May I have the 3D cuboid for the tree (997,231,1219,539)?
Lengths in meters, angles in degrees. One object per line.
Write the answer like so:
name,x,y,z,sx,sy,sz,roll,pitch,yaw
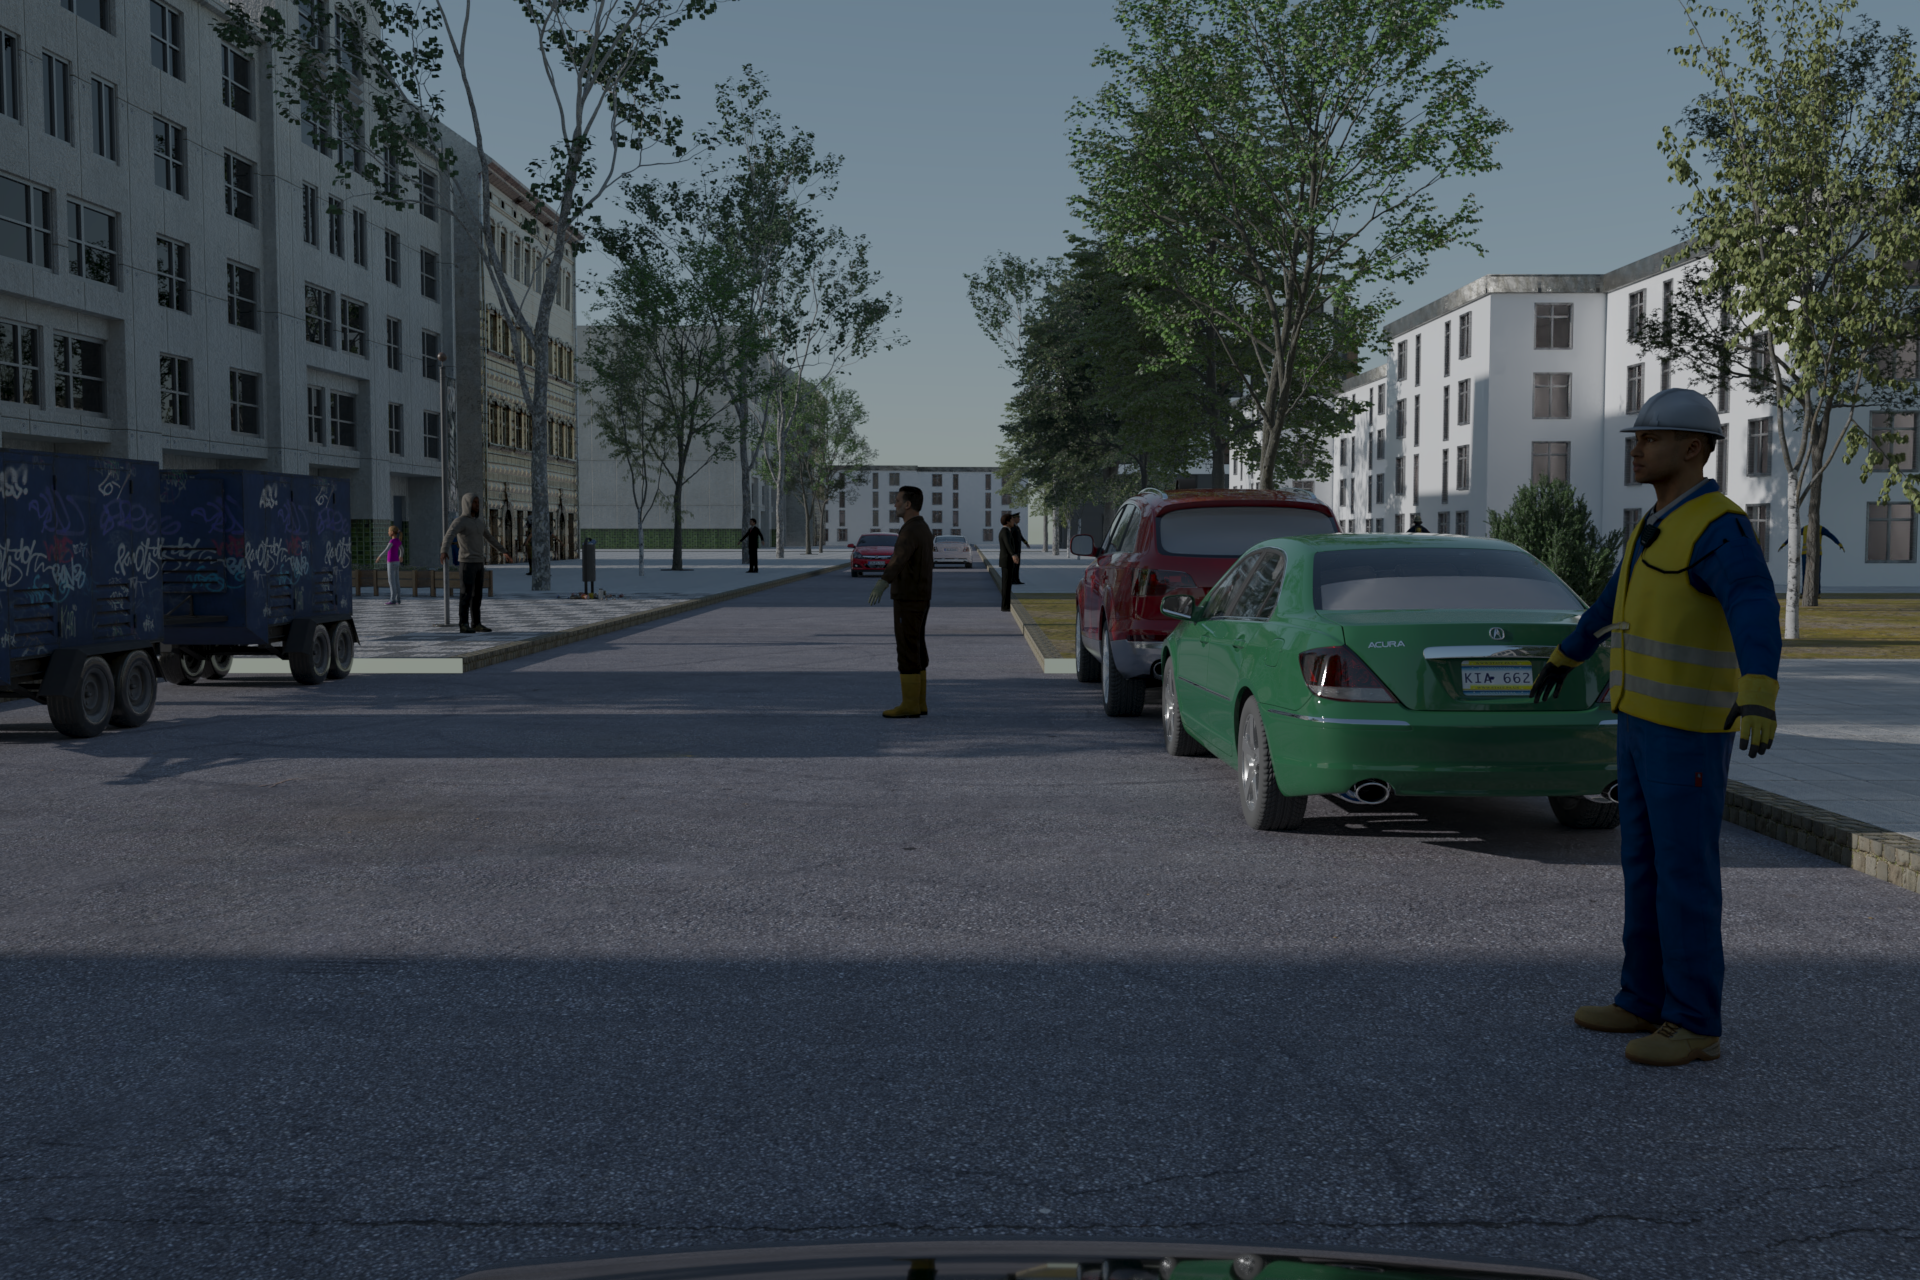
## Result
tree,6.048,-10.052,71.005,9.857,13.997,8.962,0,3,0

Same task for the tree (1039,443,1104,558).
tree,6.006,-8.681,92.299,4.737,8.622,4.395,0,3,0

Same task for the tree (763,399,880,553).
tree,-9.511,-11.178,117.181,8.767,10.594,7.601,0,4,3

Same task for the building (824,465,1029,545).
building,-5.531,-16.374,212.311,28.070,9.664,9.099,0,4,-5

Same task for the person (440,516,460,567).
person,-15.758,-2.952,54.127,1.347,1.847,0.705,3,4,38

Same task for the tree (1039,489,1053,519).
tree,12.217,-16.063,212.997,4.360,8.622,3.978,0,3,0

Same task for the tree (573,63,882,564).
tree,-9.730,-13.249,72.505,12.611,20.169,13.585,0,3,0

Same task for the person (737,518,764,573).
person,-6.852,-3.118,57.172,1.347,1.806,0.705,3,5,44

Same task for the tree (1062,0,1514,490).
tree,5.316,-6.315,29.009,9.928,11.665,9.643,0,3,0

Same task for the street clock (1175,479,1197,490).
street clock,2.946,-1.105,22.639,0.358,2.002,0.471,0,4,-1

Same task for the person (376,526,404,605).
person,-10.369,-1.362,31.541,0.599,1.433,0.991,0,4,7

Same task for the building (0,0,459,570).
building,-27.555,-11.170,49.094,16.747,18.905,31.486,0,4,1

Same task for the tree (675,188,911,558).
tree,-9.056,-14.517,93.237,12.611,20.169,13.585,0,3,0

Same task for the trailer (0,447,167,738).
trailer,-6.793,-0.288,11.758,1.471,1.999,3.904,0,4,1

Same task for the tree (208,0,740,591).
tree,-10.493,-11.258,39.959,12.611,20.169,13.585,0,3,0

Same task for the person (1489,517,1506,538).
person,14.308,-2.355,45.302,1.217,1.733,0.721,2,4,32

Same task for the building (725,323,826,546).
building,-24.618,-21.912,189.188,19.493,23.208,18.063,0,4,-1

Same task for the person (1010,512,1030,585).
person,1.434,-2.330,44.029,0.705,1.837,1.347,2,4,24

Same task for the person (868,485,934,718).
person,-0.416,-0.305,13.588,0.704,1.812,1.346,1,4,14

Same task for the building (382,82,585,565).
building,-28.644,-15.165,78.879,19.493,23.208,18.063,0,4,-1

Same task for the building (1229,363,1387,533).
building,21.759,-9.522,97.828,9.099,9.664,28.070,0,3,0

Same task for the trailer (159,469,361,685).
trailer,-6.792,-0.550,16.043,1.471,1.999,3.904,0,4,0

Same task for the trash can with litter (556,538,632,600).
trash can with litter,-7.237,-1.447,34.723,1.678,1.210,2.233,0,4,2

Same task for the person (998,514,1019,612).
person,0.903,-1.432,32.064,0.705,1.806,1.347,0,4,-5

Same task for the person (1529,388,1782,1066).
person,1.949,0.221,4.817,0.705,1.833,1.349,0,4,-3

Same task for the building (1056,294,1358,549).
building,22.850,-19.569,163.924,27.936,21.610,32.646,0,4,0

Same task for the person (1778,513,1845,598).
person,16.988,-1.719,34.562,1.216,1.772,0.721,3,4,36

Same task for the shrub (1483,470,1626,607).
shrub,6.880,-0.969,20.256,1.690,2.028,1.600,0,3,0

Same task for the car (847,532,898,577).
car,-2.726,-3.049,58.899,2.155,1.783,4.494,0,4,0

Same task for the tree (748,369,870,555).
tree,-9.417,-11.164,108.290,9.928,11.665,9.643,0,3,0

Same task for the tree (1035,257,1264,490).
tree,5.978,-7.318,54.054,7.601,10.594,8.767,-1,4,-10

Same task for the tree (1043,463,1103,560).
tree,5.824,-8.219,84.743,4.360,8.622,3.978,0,3,0

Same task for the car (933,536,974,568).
car,-0.422,-3.744,73.575,2.083,1.381,4.827,0,4,-1

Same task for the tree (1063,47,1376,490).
tree,5.804,-7.533,41.292,7.486,12.596,7.792,0,3,0

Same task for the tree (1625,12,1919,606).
tree,15.480,-5.882,30.577,7.601,10.594,8.767,-1,4,-13

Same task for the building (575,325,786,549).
building,-26.314,-18.120,162.722,16.747,18.905,31.486,0,3,0

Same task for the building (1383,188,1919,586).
building,21.556,-6.975,56.187,9.099,9.664,28.070,0,4,0

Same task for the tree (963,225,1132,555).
tree,6.854,-15.077,102.400,12.611,20.169,13.585,0,3,0

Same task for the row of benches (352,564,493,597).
row of benches,-11.395,-1.239,35.722,4.104,0.672,1.422,1,4,21

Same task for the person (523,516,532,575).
person,-13.388,-2.949,53.978,0.705,1.858,1.354,-2,4,-23

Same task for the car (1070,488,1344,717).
car,2.142,-0.395,15.130,2.281,1.827,5.304,0,3,0

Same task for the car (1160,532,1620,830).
car,2.281,0.121,9.823,2.131,1.459,4.920,0,4,-1

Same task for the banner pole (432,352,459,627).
banner pole,-7.128,-2.090,24.191,0.401,3.779,0.863,0,4,0

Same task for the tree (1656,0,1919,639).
tree,10.235,-4.308,20.805,4.737,8.622,4.395,0,3,0

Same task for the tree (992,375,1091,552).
tree,6.076,-12.564,123.552,7.486,12.596,7.792,0,3,0

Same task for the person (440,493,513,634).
person,-6.320,-1.000,22.484,0.705,1.813,1.348,2,4,24

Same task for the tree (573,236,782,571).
tree,-9.778,-8.233,60.369,9.928,11.665,9.643,0,3,0

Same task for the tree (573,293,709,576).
tree,-9.841,-6.294,53.267,4.360,8.622,3.978,0,3,0

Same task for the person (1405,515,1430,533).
person,14.173,-2.929,53.672,1.354,1.856,0.705,0,4,7

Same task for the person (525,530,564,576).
person,-12.593,-2.824,52.317,0.704,1.843,1.345,3,5,43
